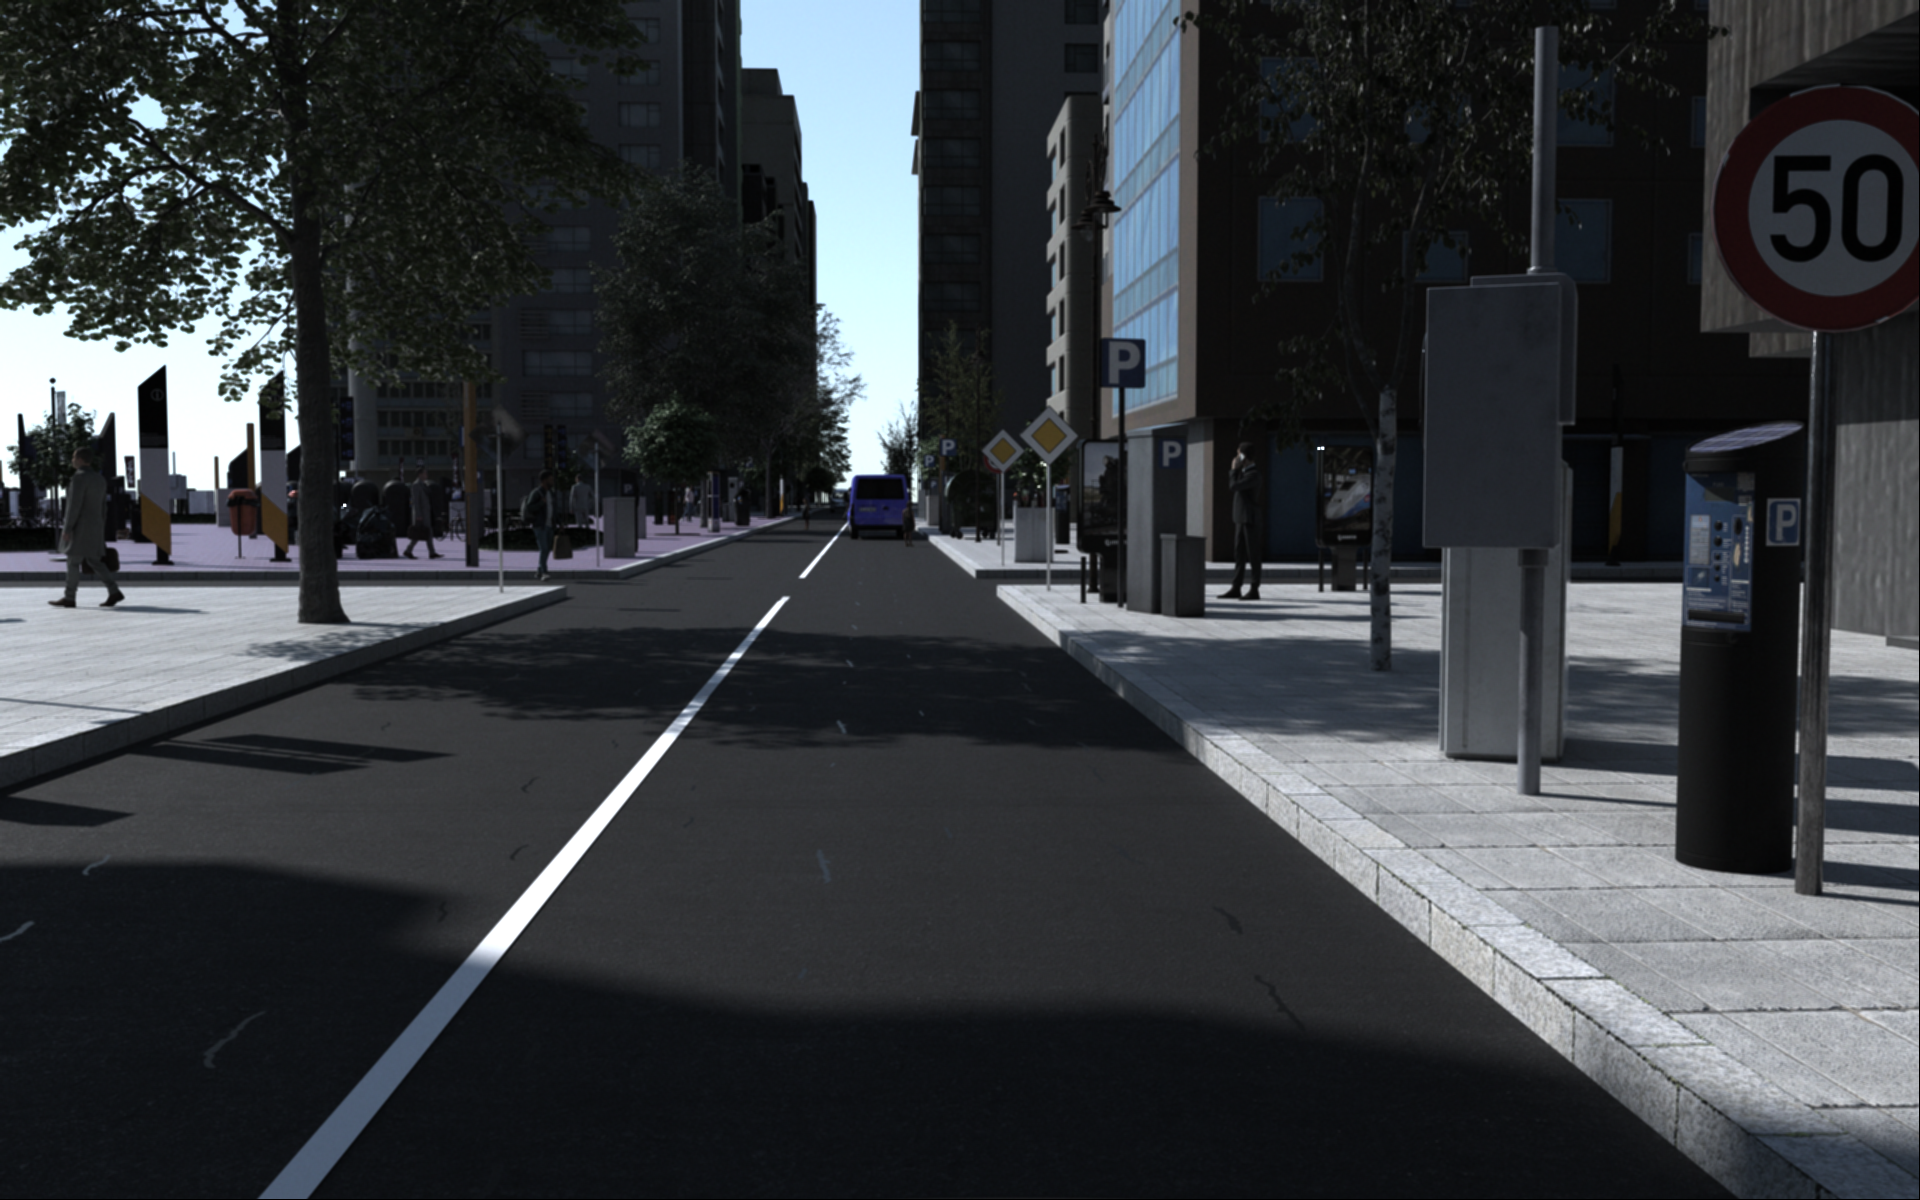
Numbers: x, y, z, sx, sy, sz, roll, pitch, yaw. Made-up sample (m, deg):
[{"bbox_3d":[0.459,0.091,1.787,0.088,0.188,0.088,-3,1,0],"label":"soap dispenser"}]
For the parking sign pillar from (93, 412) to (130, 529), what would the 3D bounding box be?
[{"bbox_3d":[-27.900,-4.156,56.422,1.447,3.967,1.447,-1,4,-9],"label":"parking sign pillar"}]

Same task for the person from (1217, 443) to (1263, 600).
[{"bbox_3d":[3.422,-0.953,20.994,0.474,1.900,0.648,0,4,-6],"label":"person"}]

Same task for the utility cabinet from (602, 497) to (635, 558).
[{"bbox_3d":[-6.910,-1.464,35.098,0.306,1.237,1.020,1,4,11],"label":"utility cabinet"}]

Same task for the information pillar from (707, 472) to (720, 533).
[{"bbox_3d":[-8.233,-3.265,57.874,0.304,2.012,0.304,-3,5,-39],"label":"information pillar"}]

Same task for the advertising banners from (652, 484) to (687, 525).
[{"bbox_3d":[-12.171,-4.699,73.011,0.090,3.025,2.074,3,4,37],"label":"advertising banners"}]

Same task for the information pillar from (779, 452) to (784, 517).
[{"bbox_3d":[-9.841,-6.383,95.724,0.183,3.616,0.504,-1,4,-21],"label":"information pillar"}]

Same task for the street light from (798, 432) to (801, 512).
[{"bbox_3d":[-11.730,-9.400,126.478,0.468,5.910,1.993,0,4,-3],"label":"street light"}]

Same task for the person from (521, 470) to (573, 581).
[{"bbox_3d":[-6.760,-1.217,28.385,0.713,1.824,0.794,3,5,45],"label":"person"}]

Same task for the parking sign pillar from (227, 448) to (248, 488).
[{"bbox_3d":[-41.017,-6.730,98.512,1.447,3.967,1.447,2,4,25],"label":"parking sign pillar"}]

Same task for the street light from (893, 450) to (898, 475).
[{"bbox_3d":[-6.554,-12.795,181.980,0.468,5.910,1.993,0,4,-3],"label":"street light"}]

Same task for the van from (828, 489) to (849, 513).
[{"bbox_3d":[-9.253,-7.829,135.018,2.013,2.044,4.112,0,4,-2],"label":"van"}]

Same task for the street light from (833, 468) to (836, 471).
[{"bbox_3d":[-17.055,-15.750,230.296,0.468,5.910,1.993,0,4,-3],"label":"street light"}]

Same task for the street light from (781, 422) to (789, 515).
[{"bbox_3d":[-10.767,-8.215,107.102,0.468,5.910,1.993,0,4,-3],"label":"street light"}]

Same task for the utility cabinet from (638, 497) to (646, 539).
[{"bbox_3d":[-9.245,-2.366,49.847,0.306,1.237,1.020,-1,4,-19],"label":"utility cabinet"}]

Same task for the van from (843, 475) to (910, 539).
[{"bbox_3d":[-2.695,-3.208,56.832,2.240,2.365,5.245,0,4,-4],"label":"van"}]

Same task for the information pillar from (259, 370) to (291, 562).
[{"bbox_3d":[-12.981,-2.534,32.782,0.504,3.616,0.183,0,4,7],"label":"information pillar"}]

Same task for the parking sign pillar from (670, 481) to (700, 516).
[{"bbox_3d":[-16.040,-6.816,99.907,1.447,3.967,1.447,0,4,7],"label":"parking sign pillar"}]

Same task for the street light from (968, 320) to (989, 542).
[{"bbox_3d":[0.486,-4.484,46.108,0.468,5.910,1.993,0,4,-3],"label":"street light"}]

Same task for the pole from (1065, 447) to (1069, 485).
[{"bbox_3d":[3.897,-4.240,63.174,0.158,3.312,0.155,0,3,0],"label":"pole"}]

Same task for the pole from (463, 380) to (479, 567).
[{"bbox_3d":[-8.602,-2.239,30.455,0.158,3.312,0.155,0,3,0],"label":"pole"}]

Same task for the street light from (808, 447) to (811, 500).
[{"bbox_3d":[-12.718,-10.611,146.270,0.468,5.910,1.993,0,4,-3],"label":"street light"}]

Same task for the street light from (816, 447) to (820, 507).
[{"bbox_3d":[-13.694,-11.844,166.432,0.468,5.910,1.993,0,4,-3],"label":"street light"}]

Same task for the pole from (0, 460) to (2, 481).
[{"bbox_3d":[-57.278,-6.701,103.406,0.158,3.312,0.155,0,3,0],"label":"pole"}]

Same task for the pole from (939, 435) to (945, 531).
[{"bbox_3d":[-0.615,-4.011,59.423,0.158,3.312,0.155,0,3,0],"label":"pole"}]

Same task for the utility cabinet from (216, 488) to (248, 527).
[{"bbox_3d":[-28.239,-3.584,67.277,1.173,1.500,0.318,-2,4,-34],"label":"utility cabinet"}]

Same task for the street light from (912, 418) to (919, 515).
[{"bbox_3d":[-2.533,-8.119,105.528,0.468,5.910,1.993,0,4,-3],"label":"street light"}]

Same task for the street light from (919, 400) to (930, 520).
[{"bbox_3d":[-1.633,-6.854,84.851,0.468,5.910,1.993,0,4,-3],"label":"street light"}]

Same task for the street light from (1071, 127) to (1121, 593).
[{"bbox_3d":[1.735,-3.031,22.343,0.468,5.910,1.993,0,4,-3],"label":"street light"}]

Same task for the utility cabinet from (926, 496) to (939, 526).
[{"bbox_3d":[-0.830,-3.551,69.218,1.020,1.237,0.306,-2,4,-23],"label":"utility cabinet"}]

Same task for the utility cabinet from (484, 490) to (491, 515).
[{"bbox_3d":[-24.143,-4.824,87.549,0.318,1.500,1.173,2,4,35],"label":"utility cabinet"}]

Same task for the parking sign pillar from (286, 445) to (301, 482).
[{"bbox_3d":[-30.143,-5.539,79.038,1.447,3.967,1.447,3,5,40],"label":"parking sign pillar"}]

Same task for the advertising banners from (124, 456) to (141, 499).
[{"bbox_3d":[-37.128,-5.062,78.956,2.074,3.025,0.090,1,4,9],"label":"advertising banners"}]

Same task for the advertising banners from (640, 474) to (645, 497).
[{"bbox_3d":[-18.989,-6.573,103.661,0.090,3.025,2.074,-1,4,-16],"label":"advertising banners"}]

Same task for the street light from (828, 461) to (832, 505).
[{"bbox_3d":[-15.999,-14.506,209.965,0.468,5.910,1.993,0,4,-3],"label":"street light"}]

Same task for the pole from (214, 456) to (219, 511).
[{"bbox_3d":[-40.054,-6.087,93.366,0.158,3.312,0.155,0,3,0],"label":"pole"}]

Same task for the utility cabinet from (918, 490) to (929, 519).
[{"bbox_3d":[-1.589,-4.915,89.039,1.173,1.500,0.318,2,4,33],"label":"utility cabinet"}]

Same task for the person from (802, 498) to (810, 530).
[{"bbox_3d":[-6.219,-3.464,69.802,0.373,1.253,0.362,-2,4,-31],"label":"person"}]

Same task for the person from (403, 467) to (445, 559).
[{"bbox_3d":[-10.622,-1.720,34.274,0.767,1.812,0.694,0,4,-3],"label":"person"}]

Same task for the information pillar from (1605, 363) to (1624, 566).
[{"bbox_3d":[11.657,-2.410,30.758,0.183,3.616,0.504,0,4,7],"label":"information pillar"}]

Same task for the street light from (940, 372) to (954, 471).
[{"bbox_3d":[-0.479,-5.670,65.484,0.468,5.910,1.993,0,4,-3],"label":"street light"}]

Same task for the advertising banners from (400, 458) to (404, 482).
[{"bbox_3d":[-26.852,-5.276,82.453,0.090,3.025,2.074,0,4,5],"label":"advertising banners"}]

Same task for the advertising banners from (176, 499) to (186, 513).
[{"bbox_3d":[-40.172,-5.607,87.857,0.090,3.025,2.074,1,4,23],"label":"advertising banners"}]

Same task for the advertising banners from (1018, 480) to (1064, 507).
[{"bbox_3d":[2.428,-3.339,50.778,0.090,3.025,2.074,-3,5,-41],"label":"advertising banners"}]

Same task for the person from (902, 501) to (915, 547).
[{"bbox_3d":[-1.399,-2.087,47.291,0.362,1.253,0.373,2,4,30],"label":"person"}]

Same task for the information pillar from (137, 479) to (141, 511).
[{"bbox_3d":[-40.737,-5.001,86.265,0.304,2.012,0.304,2,4,34],"label":"information pillar"}]

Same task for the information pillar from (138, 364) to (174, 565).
[{"bbox_3d":[-14.538,-2.443,31.290,0.504,3.616,0.183,-1,4,-15],"label":"information pillar"}]

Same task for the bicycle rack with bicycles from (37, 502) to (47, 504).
[{"bbox_3d":[-41.685,-4.045,79.521,2.852,0.926,2.925,1,4,12],"label":"bicycle rack with bicycles"}]

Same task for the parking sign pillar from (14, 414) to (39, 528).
[{"bbox_3d":[-31.572,-4.293,58.668,1.447,3.967,1.447,-2,4,-24],"label":"parking sign pillar"}]

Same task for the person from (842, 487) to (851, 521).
[{"bbox_3d":[-5.901,-5.126,92.590,0.850,1.792,0.678,0,4,-2],"label":"person"}]

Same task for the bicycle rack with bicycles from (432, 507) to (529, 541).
[{"bbox_3d":[-12.714,-2.090,47.551,2.925,0.926,2.852,3,5,41],"label":"bicycle rack with bicycles"}]

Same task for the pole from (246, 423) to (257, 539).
[{"bbox_3d":[-20.347,-3.419,49.750,0.158,3.312,0.155,0,3,0],"label":"pole"}]

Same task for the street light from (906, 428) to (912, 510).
[{"bbox_3d":[-3.487,-9.137,122.179,0.468,5.910,1.993,0,4,-3],"label":"street light"}]

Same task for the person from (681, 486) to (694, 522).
[{"bbox_3d":[-12.486,-4.430,79.139,0.598,1.740,0.731,0,4,8],"label":"person"}]

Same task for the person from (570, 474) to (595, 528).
[{"bbox_3d":[-9.999,-2.426,45.813,0.635,1.810,0.391,-3,5,-42],"label":"person"}]

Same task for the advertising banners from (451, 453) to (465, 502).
[{"bbox_3d":[-21.459,-4.826,75.093,0.090,3.025,2.074,1,4,16],"label":"advertising banners"}]

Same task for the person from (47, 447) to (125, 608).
[{"bbox_3d":[-9.935,-0.826,19.643,0.767,1.812,0.694,0,4,2],"label":"person"}]

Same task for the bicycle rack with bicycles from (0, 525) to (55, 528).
[{"bbox_3d":[-26.026,-2.073,47.278,2.925,0.926,2.852,-3,4,-36],"label":"bicycle rack with bicycles"}]

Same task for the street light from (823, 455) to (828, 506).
[{"bbox_3d":[-15.022,-13.302,190.270,0.468,5.910,1.993,0,4,-3],"label":"street light"}]
